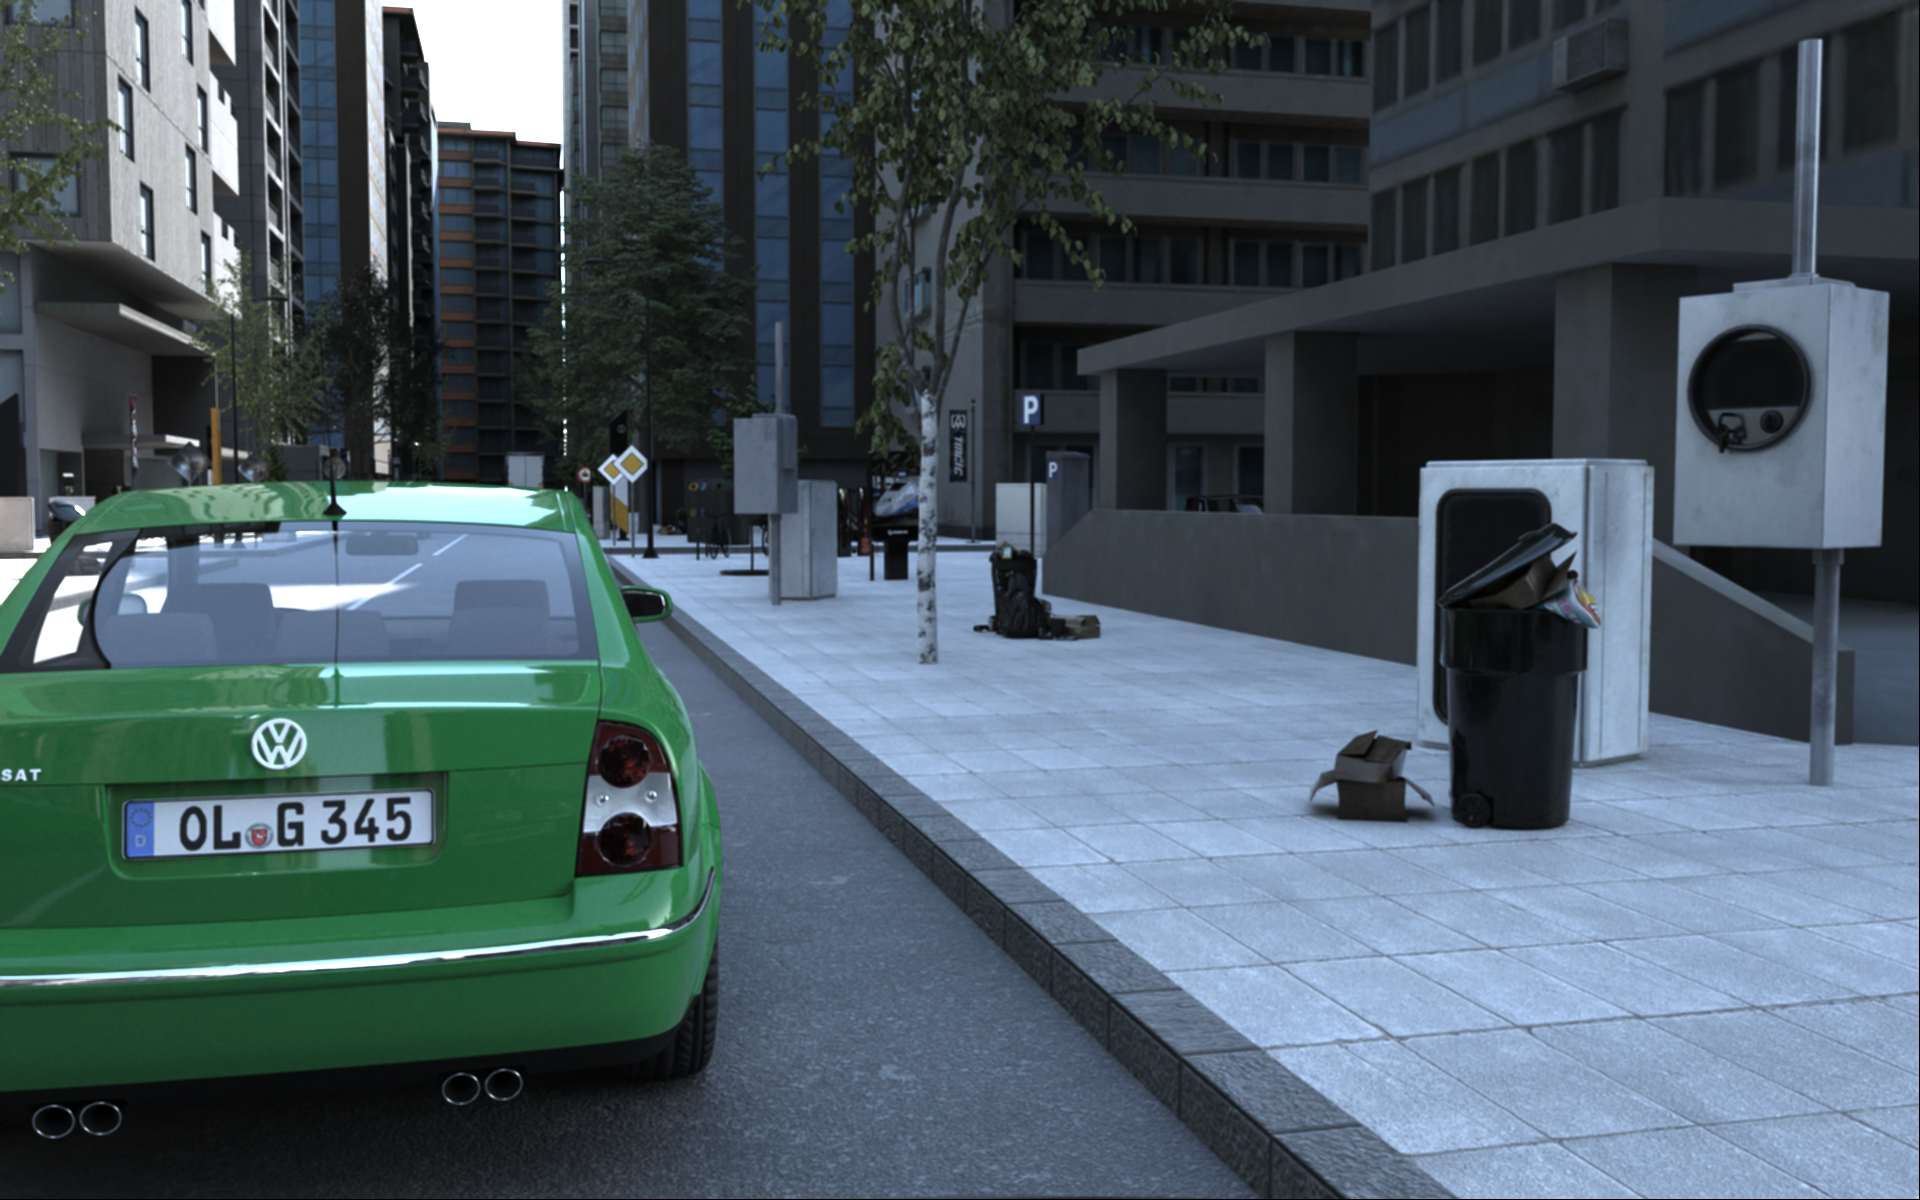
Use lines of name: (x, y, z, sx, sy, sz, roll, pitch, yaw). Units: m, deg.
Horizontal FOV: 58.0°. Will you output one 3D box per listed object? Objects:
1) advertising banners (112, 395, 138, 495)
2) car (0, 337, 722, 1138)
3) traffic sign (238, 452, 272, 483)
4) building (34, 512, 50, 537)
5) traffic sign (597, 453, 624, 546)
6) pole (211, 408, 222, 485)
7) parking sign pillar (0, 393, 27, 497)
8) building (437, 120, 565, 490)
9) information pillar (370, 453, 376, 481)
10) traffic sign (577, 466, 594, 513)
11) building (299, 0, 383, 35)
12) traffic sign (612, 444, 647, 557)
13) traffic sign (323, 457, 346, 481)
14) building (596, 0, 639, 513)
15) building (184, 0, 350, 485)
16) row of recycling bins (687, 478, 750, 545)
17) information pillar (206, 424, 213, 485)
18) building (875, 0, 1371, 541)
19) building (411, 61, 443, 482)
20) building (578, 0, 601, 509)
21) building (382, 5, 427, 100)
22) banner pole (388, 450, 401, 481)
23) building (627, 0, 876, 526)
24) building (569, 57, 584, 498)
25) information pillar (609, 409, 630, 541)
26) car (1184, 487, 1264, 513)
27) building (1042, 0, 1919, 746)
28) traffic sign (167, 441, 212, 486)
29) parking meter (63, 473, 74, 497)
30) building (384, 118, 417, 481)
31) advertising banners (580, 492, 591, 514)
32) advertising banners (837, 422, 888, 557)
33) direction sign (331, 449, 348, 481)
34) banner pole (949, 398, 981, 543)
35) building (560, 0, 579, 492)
advertising banners: (-14.443, -2.069, 30.014, 0.090, 3.025, 2.074, -1, 4, -15)
car: (-1.824, 0.209, 5.386, 1.959, 1.807, 4.718, -1, 4, -14)
traffic sign: (-16.607, -2.273, 40.805, 0.795, 2.450, 0.064, -1, 4, -14)
building: (-40.930, -28.725, 58.899, 28.713, 52.752, 27.495, -1, 4, -14)
traffic sign: (-8.552, -2.394, 42.779, 0.795, 2.450, 0.064, -1, 4, -14)
pole: (-17.586, -2.885, 41.013, 0.158, 3.312, 0.155, 0, 3, 0)
parking sign pillar: (-25.907, -3.559, 46.670, 1.447, 3.967, 1.447, 0, 4, 2)
building: (-61.684, -33.702, 205.657, 28.867, 44.769, 22.147, -1, 4, -14)
information pillar: (-33.666, -6.606, 99.364, 0.183, 3.616, 0.504, -3, 5, -44)
traffic sign: (-17.202, -4.860, 79.562, 0.768, 2.556, 0.104, 0, 4, -8)
building: (-46.750, -28.585, 117.471, 14.600, 45.320, 14.200, -1, 4, -14)
traffic sign: (-6.625, -1.920, 35.029, 0.795, 2.450, 0.064, -1, 4, -14)
traffic sign: (-21.613, -3.656, 59.876, 0.768, 2.556, 0.104, 0, 4, -6)
building: (-19.300, -27.096, 126.614, 14.154, 41.232, 14.086, -1, 4, -14)
building: (-44.039, -39.935, 91.188, 20.563, 71.187, 20.611, -1, 4, -14)
row of recycling bins: (-6.237, -2.307, 44.829, 1.069, 1.692, 3.534, -2, 4, -23)
information pillar: (-25.276, -4.110, 58.555, 0.183, 3.616, 0.504, 0, 4, 5)
building: (8.243, -26.612, 58.802, 21.600, 48.544, 21.300, -1, 4, -14)
building: (-60.340, -32.113, 175.163, 14.200, 45.320, 14.600, -1, 4, -14)
building: (-21.571, -37.020, 147.274, 21.231, 58.520, 28.212, -1, 4, -14)
building: (-58.480, -30.425, 152.069, 22.147, 44.769, 28.867, -1, 4, -14)
banner pole: (-32.136, -6.623, 98.307, 0.863, 3.779, 0.401, -1, 4, -19)
building: (-7.087, -26.013, 75.424, 14.600, 45.320, 14.200, -1, 4, -14)
building: (-30.157, -29.592, 167.424, 14.154, 41.232, 14.086, -1, 4, -14)
information pillar: (-9.355, -3.438, 47.568, 0.504, 3.616, 0.183, -1, 4, -15)
car: (7.379, -2.058, 43.440, 4.222, 1.686, 2.009, -1, 4, -12)
building: (18.359, -19.958, 18.188, 32.217, 40.220, 23.993, -1, 4, -14)
traffic sign: (-14.680, -1.799, 33.055, 0.795, 2.450, 0.064, -1, 4, -14)
parking meter: (-25.067, -2.631, 48.733, 0.255, 1.863, 0.399, -2, 4, -31)
building: (-49.388, -22.026, 131.827, 14.160, 30.474, 14.107, -1, 4, -14)
advertising banners: (-24.285, -7.192, 113.778, 2.074, 3.025, 0.090, 3, 5, 42)
advertising banners: (-1.998, -2.426, 35.851, 0.090, 3.025, 2.074, 2, 4, 30)
direction sign: (-30.891, -5.761, 86.191, 0.876, 3.537, 0.379, 0, 4, 5)
banner pole: (0.118, -3.385, 45.365, 0.863, 3.779, 0.401, 0, 4, -3)
building: (-37.670, -47.250, 210.782, 20.611, 71.187, 20.563, -1, 4, -14)
